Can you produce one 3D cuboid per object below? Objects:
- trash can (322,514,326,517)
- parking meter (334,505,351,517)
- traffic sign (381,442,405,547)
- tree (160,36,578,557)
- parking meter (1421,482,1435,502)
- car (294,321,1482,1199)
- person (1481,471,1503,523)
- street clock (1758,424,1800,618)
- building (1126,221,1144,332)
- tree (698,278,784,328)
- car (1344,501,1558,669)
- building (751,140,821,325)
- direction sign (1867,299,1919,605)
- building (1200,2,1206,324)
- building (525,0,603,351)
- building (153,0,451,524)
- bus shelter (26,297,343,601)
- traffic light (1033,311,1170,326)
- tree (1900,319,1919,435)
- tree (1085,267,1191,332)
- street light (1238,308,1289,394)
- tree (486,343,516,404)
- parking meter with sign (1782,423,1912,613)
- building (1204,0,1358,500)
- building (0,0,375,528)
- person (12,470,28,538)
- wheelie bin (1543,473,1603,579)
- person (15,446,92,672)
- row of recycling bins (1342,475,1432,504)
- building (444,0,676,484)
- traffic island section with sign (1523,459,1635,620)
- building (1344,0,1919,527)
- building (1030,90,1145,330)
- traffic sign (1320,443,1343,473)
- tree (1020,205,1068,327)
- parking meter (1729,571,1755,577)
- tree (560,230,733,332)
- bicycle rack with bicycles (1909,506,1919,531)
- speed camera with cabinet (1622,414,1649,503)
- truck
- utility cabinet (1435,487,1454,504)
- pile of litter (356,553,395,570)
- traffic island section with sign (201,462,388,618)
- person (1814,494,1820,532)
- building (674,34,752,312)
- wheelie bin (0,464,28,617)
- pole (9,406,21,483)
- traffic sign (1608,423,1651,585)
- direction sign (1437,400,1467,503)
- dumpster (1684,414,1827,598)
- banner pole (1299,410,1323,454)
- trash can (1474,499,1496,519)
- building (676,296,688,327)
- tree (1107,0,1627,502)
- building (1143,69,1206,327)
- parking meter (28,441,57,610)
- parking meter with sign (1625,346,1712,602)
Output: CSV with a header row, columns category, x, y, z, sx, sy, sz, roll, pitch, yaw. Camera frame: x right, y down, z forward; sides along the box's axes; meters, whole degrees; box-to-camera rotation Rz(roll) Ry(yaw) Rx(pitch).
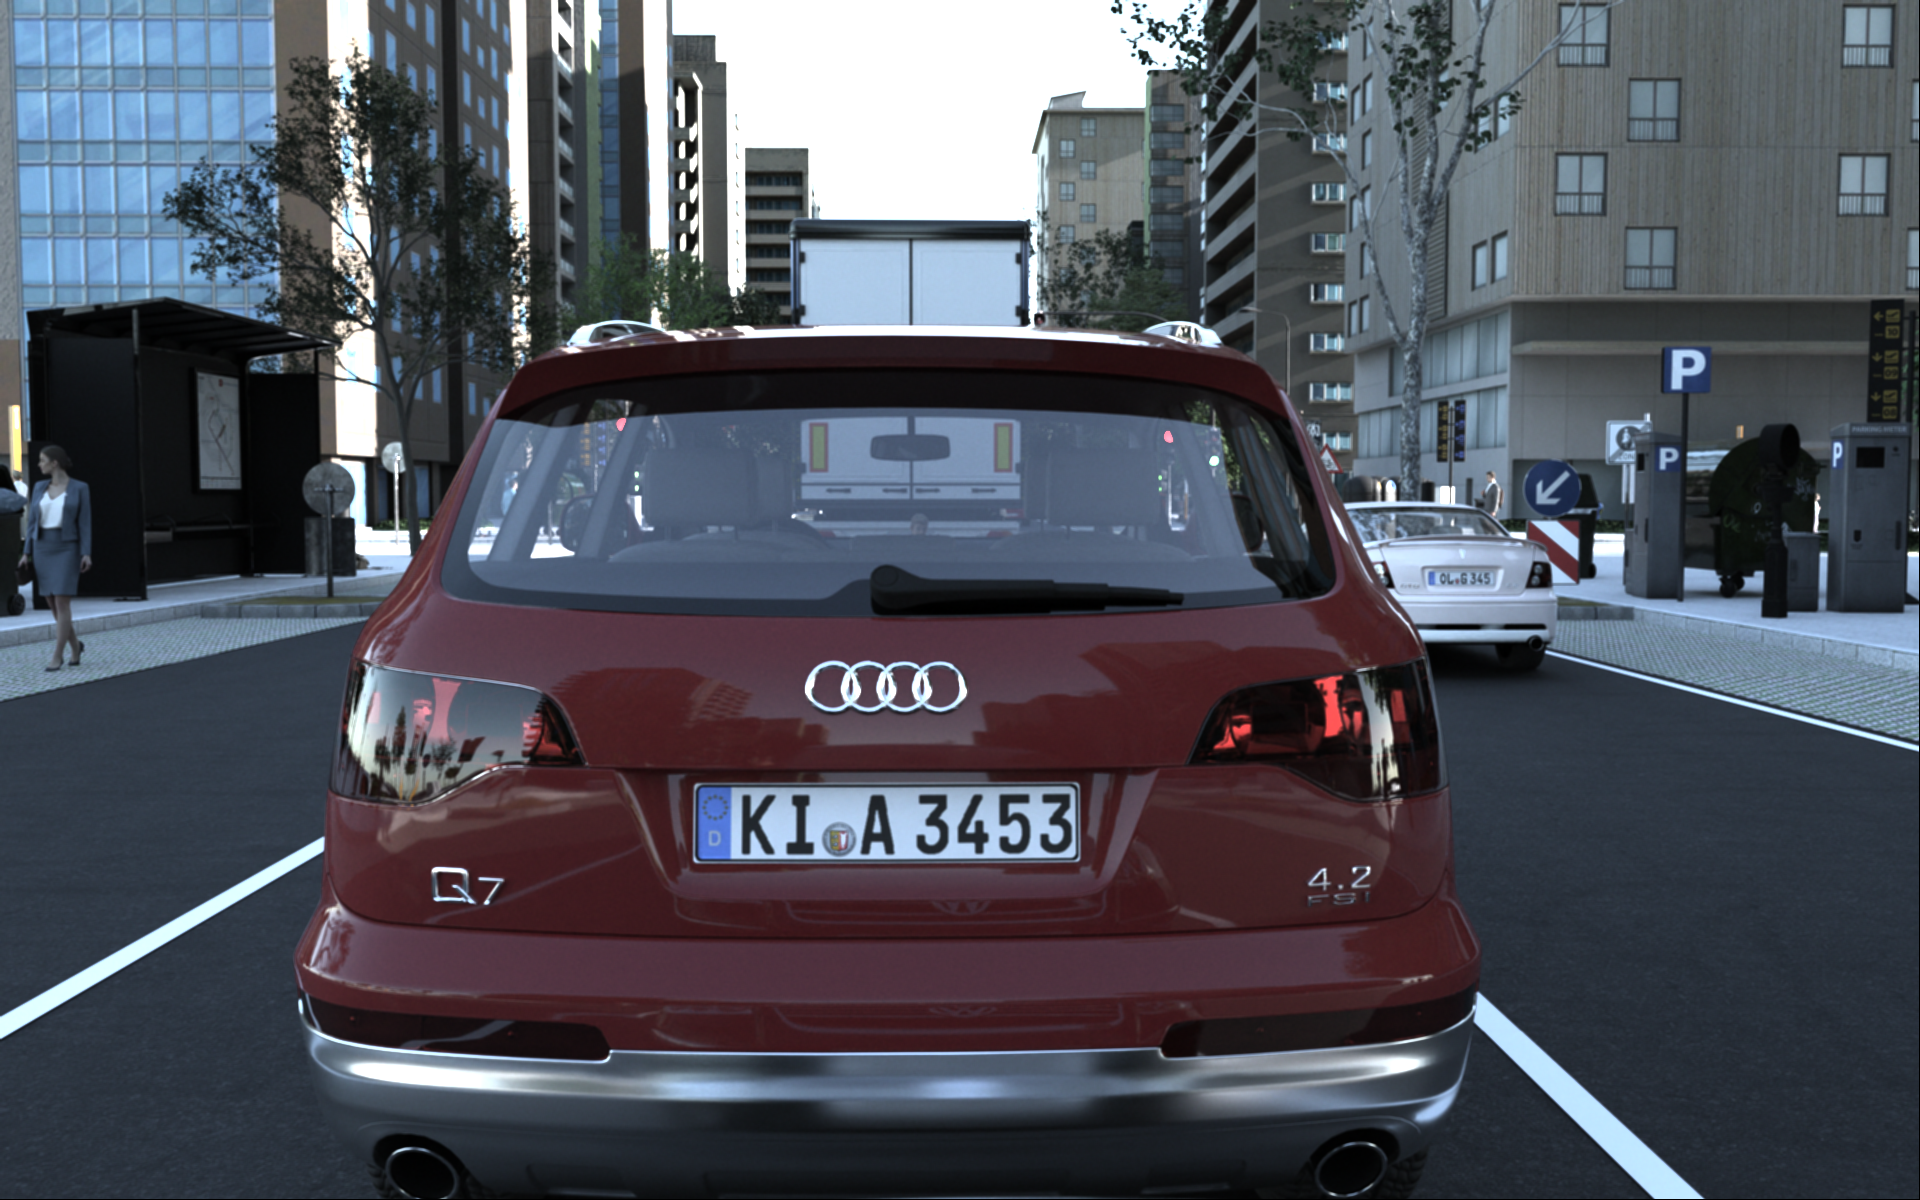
category,x,y,z,sx,sy,sz,roll,pitch,yaw
trash can,-18.953,-2.399,50.870,0.748,1.137,0.748,0,3,0
parking meter,-13.897,-1.869,38.971,0.372,1.533,0.369,0,3,0
traffic sign,-13.762,-2.579,42.273,0.768,2.556,0.104,0,4,8
tree,-11.447,-6.186,35.550,7.601,10.594,8.767,2,4,34
parking meter,9.642,-1.681,35.896,0.372,1.533,0.369,0,3,0
car,-0.143,0.225,4.993,2.281,1.827,5.304,0,4,-1
person,12.900,-2.201,41.987,0.822,1.834,0.622,-1,4,-18
street clock,8.468,-0.818,17.950,0.471,2.002,0.358,-3,5,-40
building,24.442,-25.264,184.770,14.160,30.474,14.107,0,4,-1
tree,-11.641,-10.720,92.285,9.611,12.733,9.660,0,3,0
car,3.826,-0.196,15.573,2.083,1.381,4.827,0,4,0
building,-29.657,-37.108,230.414,21.600,48.544,21.300,0,4,-1
direction sign,11.029,-1.722,20.148,0.876,3.537,0.379,1,4,20
building,28.870,-50.978,146.164,22.319,86.520,31.000,0,4,-1
building,-31.409,-26.186,111.743,14.154,41.232,14.086,0,4,-1
building,-30.980,-26.875,89.521,14.600,45.320,14.200,0,4,-1
bus shelter,-10.344,-1.986,23.755,1.731,3.624,6.357,0,4,-1
traffic light,4.178,-4.191,43.191,4.771,5.953,1.251,0,4,-1
tree,14.179,-2.417,23.233,4.285,4.588,4.351,0,3,0
tree,9.193,-10.309,86.671,7.486,12.596,7.792,0,3,0
street light,7.639,-4.332,43.364,1.470,5.913,1.316,0,4,-1
tree,-20.351,-8.067,82.251,4.737,8.622,4.395,0,3,0
parking meter with sign,9.857,-1.380,18.824,1.738,3.016,0.543,0,4,5
building,28.564,-30.070,115.348,21.300,48.544,21.600,0,4,-1
building,-29.143,-25.521,67.384,14.600,45.320,14.200,0,4,-1
person,-19.950,-1.868,36.807,0.641,1.798,0.478,1,4,17
wheelie bin,9.276,-1.135,26.465,0.980,1.594,0.693,0,4,-4
person,-7.319,-0.344,14.143,0.581,1.822,0.654,1,4,13
row of recycling bins,9.733,-1.978,39.449,1.069,1.692,3.534,3,5,40
building,-29.823,-29.529,132.902,14.600,45.320,14.200,0,4,-1
traffic island section with sign,6.616,-0.724,20.469,1.989,1.847,2.006,0,4,-1
building,33.227,-29.801,76.492,27.495,52.752,28.713,0,4,-1
building,23.979,-39.477,234.680,27.495,52.752,28.713,0,4,-1
traffic sign,9.399,-2.723,44.528,0.884,2.594,0.081,0,4,1
tree,6.793,-15.832,114.750,12.611,20.169,13.585,0,3,0
parking meter,12.151,-1.295,26.887,0.399,1.863,0.255,0,4,4
tree,-11.967,-8.743,68.708,9.928,11.665,9.643,0,3,0
bicycle rack with bicycles,30.045,-2.405,52.700,2.925,0.926,2.852,0,4,-1
speed camera with cabinet,17.145,-2.994,43.294,0.660,3.252,2.038,3,4,38
truck,-0.704,-2.102,23.275,2.839,4.237,11.283,0,4,-2
utility cabinet,15.058,-2.775,54.045,0.318,1.500,1.173,2,4,35
pile of litter,-10.612,-0.950,29.495,1.719,0.858,1.176,0,4,6
traffic island section with sign,-7.714,-0.743,20.770,1.989,1.847,2.006,0,4,-1
person,25.329,-2.505,51.275,0.394,1.301,0.425,0,4,4
building,-34.118,-34.069,180.729,21.600,48.544,21.300,0,4,-1
wheelie bin,-10.208,-0.621,18.056,0.980,1.594,0.693,0,4,-1
pole,-21.882,-2.833,40.156,0.158,3.312,0.155,0,3,0
traffic sign,9.373,-1.358,24.334,0.606,2.300,0.079,0,4,6
direction sign,11.911,-3.060,42.024,0.379,3.537,0.876,-2,4,-32
dumpster,9.864,-1.198,22.076,1.502,2.255,1.985,0,4,-1
banner pole,10.398,-3.780,51.818,0.863,3.779,0.401,2,4,24
trash can,16.017,-2.515,52.771,0.748,1.137,0.748,0,3,0
building,-37.030,-18.990,155.527,27.650,21.520,28.899,0,4,-1
tree,9.317,-10.870,33.620,12.611,20.169,13.585,0,3,0
building,24.861,-29.773,170.375,14.154,41.232,14.086,0,4,-1
parking meter,-10.164,-0.832,19.311,0.255,1.863,0.399,0,4,-7
parking meter with sign,8.655,-1.537,21.384,0.543,3.016,1.738,0,4,5
